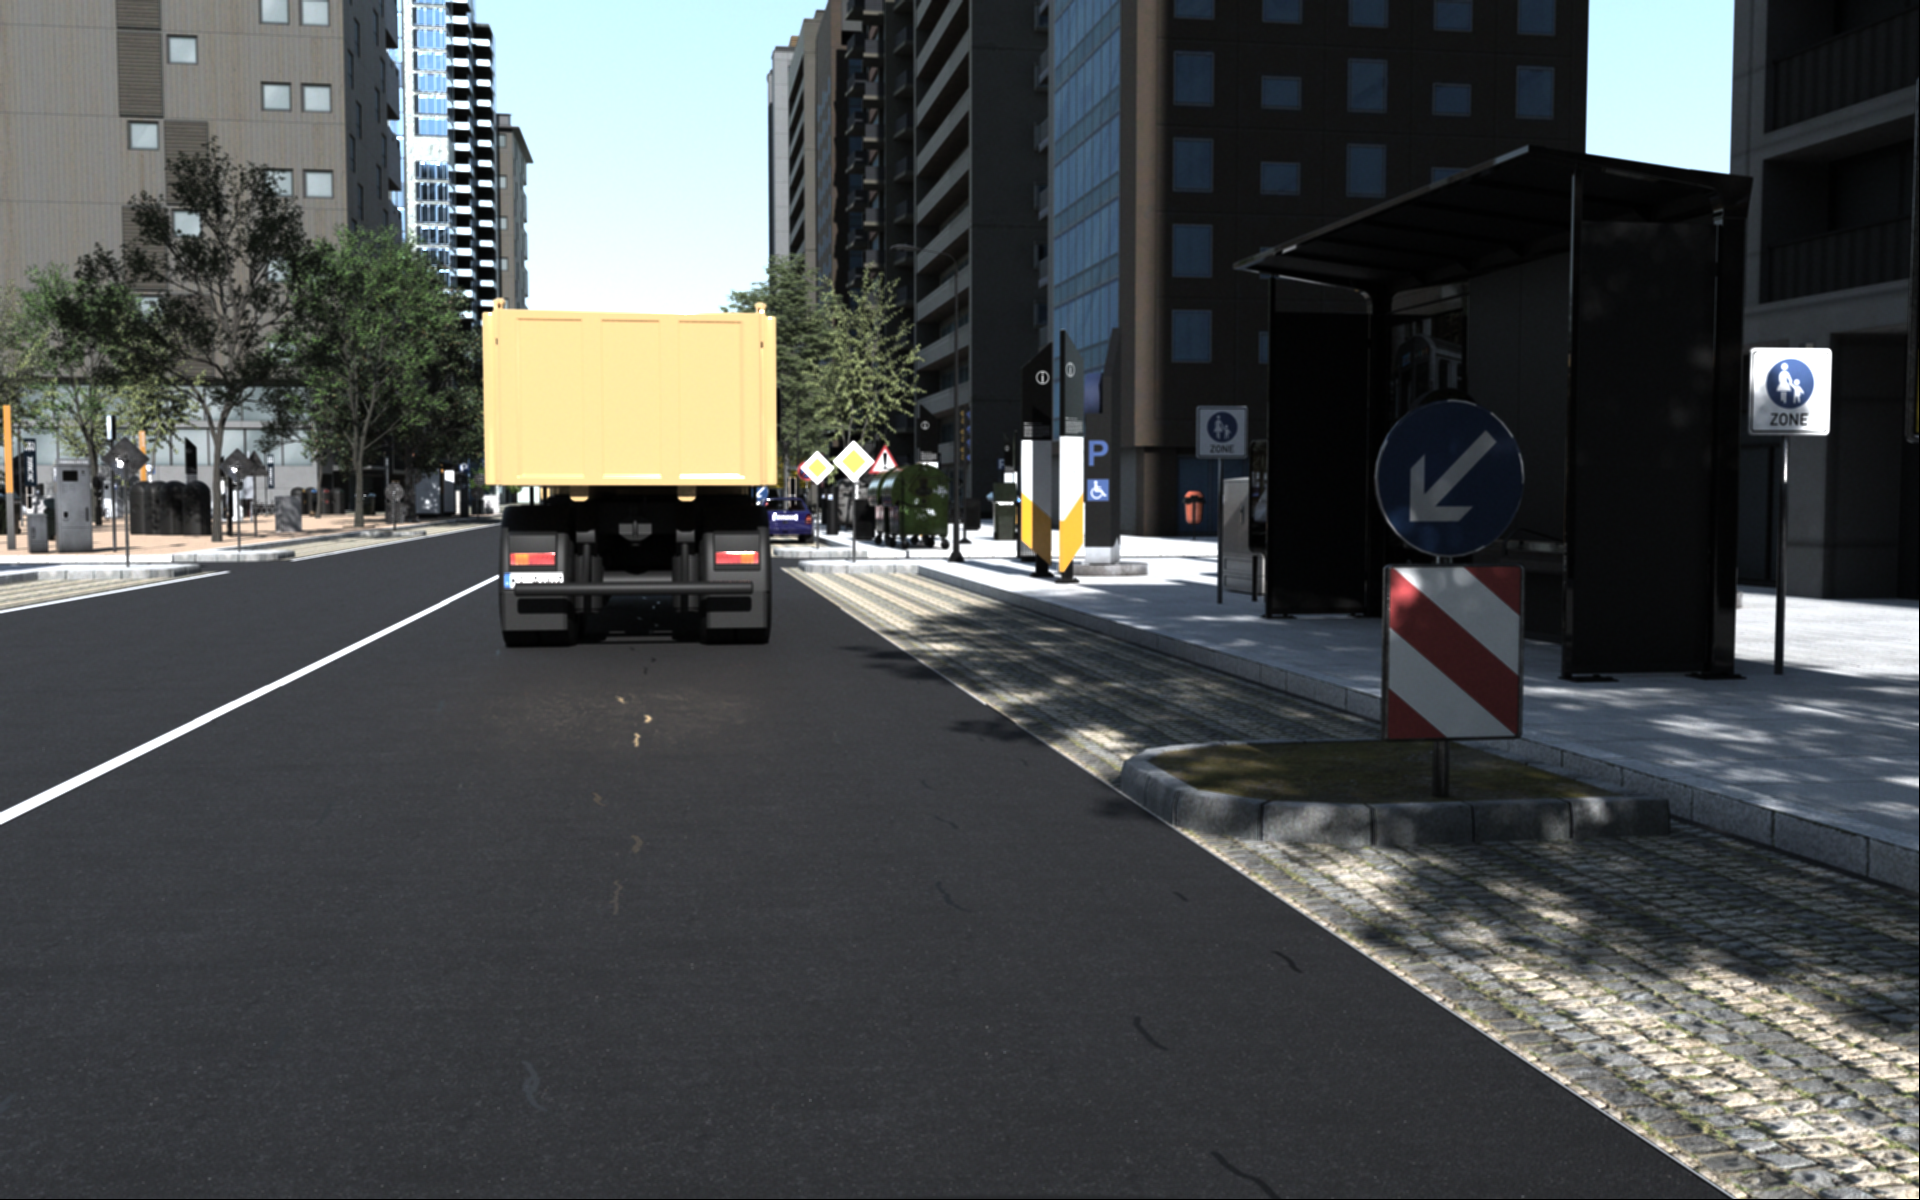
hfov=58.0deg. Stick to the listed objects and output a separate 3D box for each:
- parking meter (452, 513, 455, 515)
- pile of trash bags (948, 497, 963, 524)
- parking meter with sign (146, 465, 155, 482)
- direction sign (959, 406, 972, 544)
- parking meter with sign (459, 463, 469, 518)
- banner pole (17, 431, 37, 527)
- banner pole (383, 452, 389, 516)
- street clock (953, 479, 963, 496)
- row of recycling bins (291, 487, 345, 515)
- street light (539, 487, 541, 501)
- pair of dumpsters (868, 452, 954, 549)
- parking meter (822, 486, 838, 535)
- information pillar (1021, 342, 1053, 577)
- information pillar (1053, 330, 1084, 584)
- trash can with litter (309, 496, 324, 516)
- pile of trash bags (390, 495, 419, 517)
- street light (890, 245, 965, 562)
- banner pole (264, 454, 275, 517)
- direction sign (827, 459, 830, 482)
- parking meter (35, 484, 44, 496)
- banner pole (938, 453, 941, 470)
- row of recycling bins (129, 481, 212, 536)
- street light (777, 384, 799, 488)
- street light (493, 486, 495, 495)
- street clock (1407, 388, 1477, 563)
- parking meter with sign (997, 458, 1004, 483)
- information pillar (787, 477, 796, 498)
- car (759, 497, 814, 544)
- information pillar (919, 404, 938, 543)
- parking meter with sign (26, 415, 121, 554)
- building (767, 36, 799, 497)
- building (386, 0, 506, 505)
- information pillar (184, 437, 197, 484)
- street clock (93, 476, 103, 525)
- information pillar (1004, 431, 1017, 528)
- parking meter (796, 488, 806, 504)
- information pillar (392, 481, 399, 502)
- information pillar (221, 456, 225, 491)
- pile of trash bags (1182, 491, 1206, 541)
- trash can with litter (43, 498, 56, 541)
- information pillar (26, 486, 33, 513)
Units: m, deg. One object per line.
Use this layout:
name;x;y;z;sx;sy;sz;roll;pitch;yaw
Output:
parking meter;-31.085;-5.968;105.989;0.372;1.533;0.369;0;3;0
pile of trash bags;-0.725;-4.025;75.556;1.912;1.369;3.447;3;4;37
parking meter with sign;-47.889;-6.496;102.467;0.543;3.016;1.738;-2;4;-26
direction sign;0.121;-3.229;44.799;0.379;3.537;0.876;1;4;18
parking meter with sign;-27.342;-6.070;95.498;0.543;3.016;1.738;-1;4;-15
banner pole;-36.996;-4.809;68.643;0.401;3.779;0.863;3;4;39
banner pole;-33.998;-6.893;102.720;0.401;3.779;0.863;-3;4;-37
street clock;-0.091;-4.784;82.793;0.358;2.002;0.471;3;5;42
row of recycling bins;-39.974;-6.155;107.744;1.069;1.692;3.534;3;4;37
street light;-37.002;-11.146;154.776;1.470;5.913;1.316;-1;4;-10
pair of dumpsters;-1.206;-2.418;42.020;1.574;2.255;4.437;-1;4;-10
parking meter;-4.003;-2.806;54.292;0.372;1.533;0.369;0;3;0
information pillar;1.187;-2.159;26.658;0.504;3.616;0.183;-1;4;-12
information pillar;1.599;-2.053;24.929;0.183;3.616;0.504;3;5;40
trash can with litter;-37.418;-5.459;100.634;0.624;1.170;1.055;0;4;1
pile of trash bags;-31.918;-5.512;99.874;1.912;1.369;3.447;-1;4;-15
street light;-0.605;-3.668;32.509;1.470;5.913;1.316;-1;4;-10
banner pole;-38.444;-6.503;96.333;0.863;3.779;0.401;2;4;24
direction sign;-8.171;-7.357;112.287;0.876;3.537;0.379;0;4;-1
parking meter;-51.185;-5.543;96.338;0.399;1.863;0.255;1;4;20
banner pole;-1.410;-6.300;93.022;0.863;3.779;0.401;-1;4;-15
row of recycling bins;-24.842;-2.893;54.410;3.534;1.692;1.069;2;4;32
street light;-7.333;-6.121;72.613;1.470;5.913;1.316;-1;4;-10
street light;-30.013;-8.621;113.500;1.470;5.913;1.316;-1;4;-10
street clock;3.324;-0.452;11.959;0.471;2.002;0.358;0;4;-1
parking meter with sign;2.258;-5.455;85.452;0.543;3.016;1.738;1;4;12
information pillar;-7.382;-4.373;75.990;0.304;2.012;0.304;-2;4;-25
car;-5.240;-2.329;50.654;1.945;1.354;3.894;-1;4;-10
information pillar;-0.817;-3.278;44.947;0.504;3.616;0.183;0;4;5
parking meter with sign;-19.386;-2.540;37.791;1.738;3.016;0.543;-3;4;-37
building;-15.003;-42.169;231.466;21.231;58.520;28.212;-1;4;-10
building;-67.375;-55.024;212.309;22.319;86.520;31.000;-1;4;-10
information pillar;-31.665;-4.892;71.331;0.183;3.616;0.504;2;4;34
street clock;-35.445;-4.077;71.228;0.358;2.002;0.471;0;4;-5
information pillar;1.923;-4.657;67.489;0.504;3.616;0.183;3;4;38
parking meter;-6.366;-3.727;69.340;0.372;1.533;0.369;0;3;0
information pillar;-31.521;-5.643;96.749;0.304;2.012;0.304;-3;5;-39
information pillar;-45.004;-6.976;105.408;0.504;3.616;0.183;-3;5;-42
pile of trash bags;7.864;-2.323;47.726;3.447;1.369;1.912;0;4;5
trash can with litter;-24.842;-2.226;47.790;1.055;1.170;0.624;3;5;42
information pillar;-52.765;-5.732;98.204;0.304;2.012;0.304;-3;4;-38
